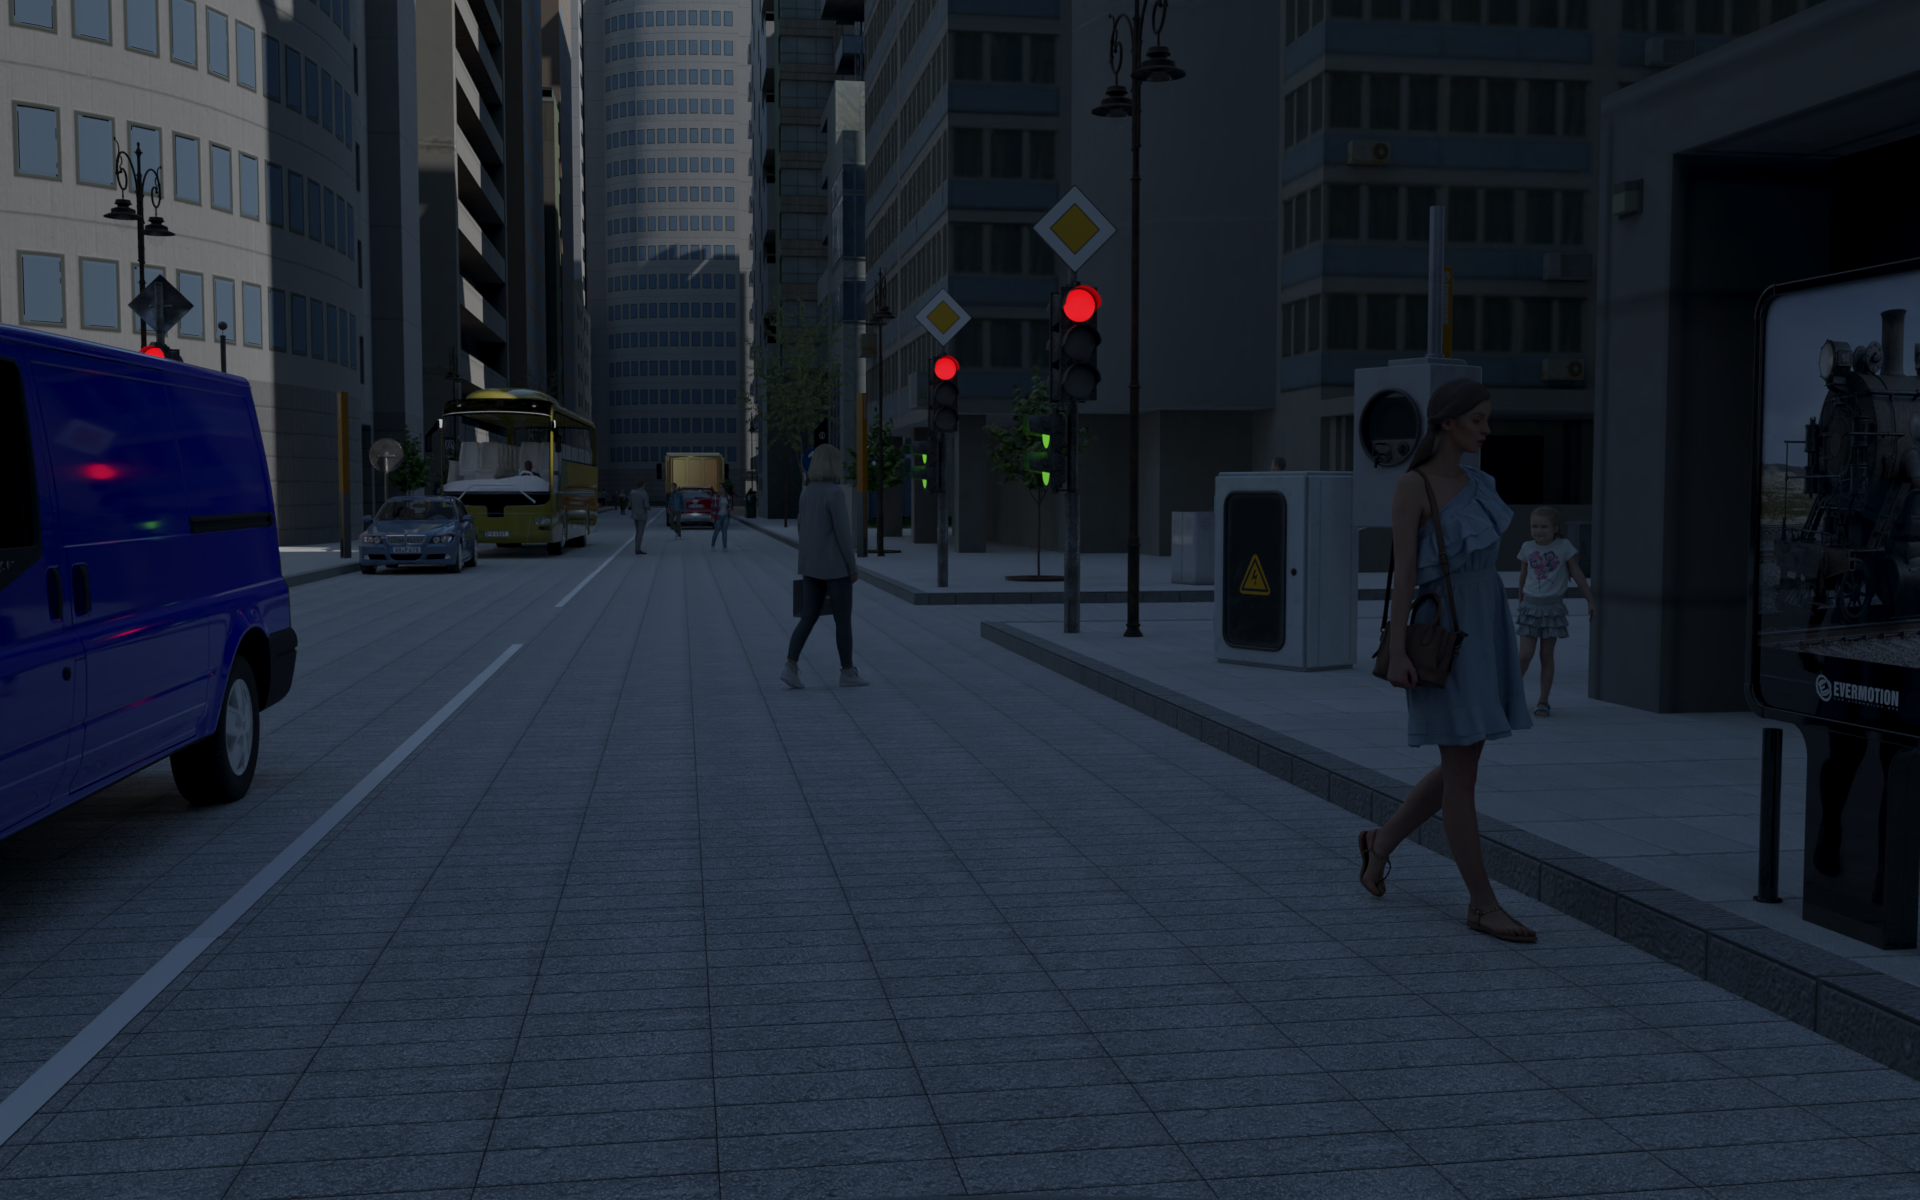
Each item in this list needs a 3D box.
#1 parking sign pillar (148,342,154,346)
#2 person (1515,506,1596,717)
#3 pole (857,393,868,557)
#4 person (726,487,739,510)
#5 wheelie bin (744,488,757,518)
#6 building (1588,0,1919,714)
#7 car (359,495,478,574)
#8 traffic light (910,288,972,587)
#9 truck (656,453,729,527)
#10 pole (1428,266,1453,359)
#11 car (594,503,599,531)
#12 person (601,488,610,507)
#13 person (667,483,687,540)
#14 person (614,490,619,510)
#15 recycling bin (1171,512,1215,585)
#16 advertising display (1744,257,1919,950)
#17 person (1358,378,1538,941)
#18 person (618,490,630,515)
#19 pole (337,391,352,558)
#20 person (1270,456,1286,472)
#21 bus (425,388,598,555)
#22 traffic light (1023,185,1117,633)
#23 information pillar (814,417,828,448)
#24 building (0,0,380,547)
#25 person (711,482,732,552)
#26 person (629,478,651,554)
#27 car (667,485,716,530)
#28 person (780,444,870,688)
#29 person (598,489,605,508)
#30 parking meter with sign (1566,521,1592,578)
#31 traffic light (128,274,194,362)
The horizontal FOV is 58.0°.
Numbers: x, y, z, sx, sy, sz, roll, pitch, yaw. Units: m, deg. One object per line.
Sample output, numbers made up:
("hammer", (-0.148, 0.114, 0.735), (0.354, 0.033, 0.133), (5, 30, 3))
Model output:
("parking sign pillar", (-14.331, -2.545, 30.088), (1.447, 3.967, 1.447), (0, 4, -3))
("person", (3.438, 0.061, 10.062), (0.505, 1.210, 0.382), (2, 4, 28))
("pole", (-1.978, -2.519, 35.022), (0.158, 3.312, 0.155), (0, 3, 0))
("person", (-18.348, -8.110, 138.596), (1.348, 1.831, 0.705), (0, 4, -8))
("wheelie bin", (-11.050, -5.112, 91.488), (0.693, 1.594, 0.980), (-1, 4, -14))
("building", (15.663, -34.370, 0.196), (20.563, 71.187, 20.611), (-1, 4, -9))
("car", (-10.164, -1.267, 32.721), (2.014, 1.417, 4.499), (-1, 4, -10))
("traffic light", (-0.256, -2.133, 23.797), (0.839, 4.253, 0.868), (-1, 4, -9))
("truck", (-12.299, -5.143, 80.017), (3.469, 3.379, 9.791), (-1, 4, -9))
("pole", (4.320, -1.334, 15.661), (0.158, 3.312, 0.155), (0, 3, 0))
("car", (-14.826, -3.481, 65.950), (2.155, 1.783, 4.494), (-1, 4, -10))
("person", (-34.432, -9.861, 167.258), (1.348, 1.826, 0.705), (-1, 4, -19))
("person", (-8.902, -2.789, 54.451), (0.601, 1.785, 0.444), (2, 4, 35))
("person", (-30.353, -8.813, 153.149), (0.434, 1.755, 0.990), (-1, 4, -10))
("recycling bin", (3.491, -0.745, 24.732), (0.722, 1.027, 0.722), (-1, 4, -21))
("advertising display", (2.618, 0.014, 4.993), (0.123, 1.923, 0.974), (-1, 4, -9))
("person", (1.583, 0.173, 5.759), (0.616, 1.811, 0.778), (-2, 4, -33))
("person", (-23.281, -6.770, 119.927), (0.721, 1.736, 1.217), (2, 4, 33))
("pole", (-12.289, -2.490, 34.559), (0.158, 3.312, 0.155), (0, 3, 0))
("person", (4.505, -1.128, 24.581), (0.767, 1.812, 0.694), (3, 4, 37))
("bus", (-10.933, -3.195, 43.781), (2.896, 3.916, 12.252), (0, 4, -7))
("traffic light", (1.017, -1.651, 15.914), (0.839, 4.253, 0.868), (-1, 4, -9))
("information pillar", (-4.237, -3.766, 52.921), (0.504, 3.616, 0.183), (2, 4, 33))
("building", (-26.947, -30.684, 43.690), (21.231, 58.520, 28.212), (-1, 4, -9))
("person", (-5.959, -2.075, 43.269), (0.563, 1.720, 0.643), (-2, 4, -25))
("person", (-7.556, -1.991, 41.248), (0.606, 1.804, 0.583), (2, 4, 28))
("car", (-10.892, -3.831, 71.315), (2.281, 1.827, 5.304), (-1, 4, -9))
("person", (-1.055, -0.255, 12.856), (0.728, 1.800, 0.709), (-3, 5, -40))
("person", (-33.387, -9.411, 160.699), (0.721, 1.735, 1.217), (2, 4, 33))
("parking meter with sign", (10.212, -1.856, 26.612), (1.738, 3.016, 0.543), (-1, 4, -14))
("traffic light", (-10.187, -2.034, 22.184), (0.839, 4.253, 0.868), (-1, 4, -9))
